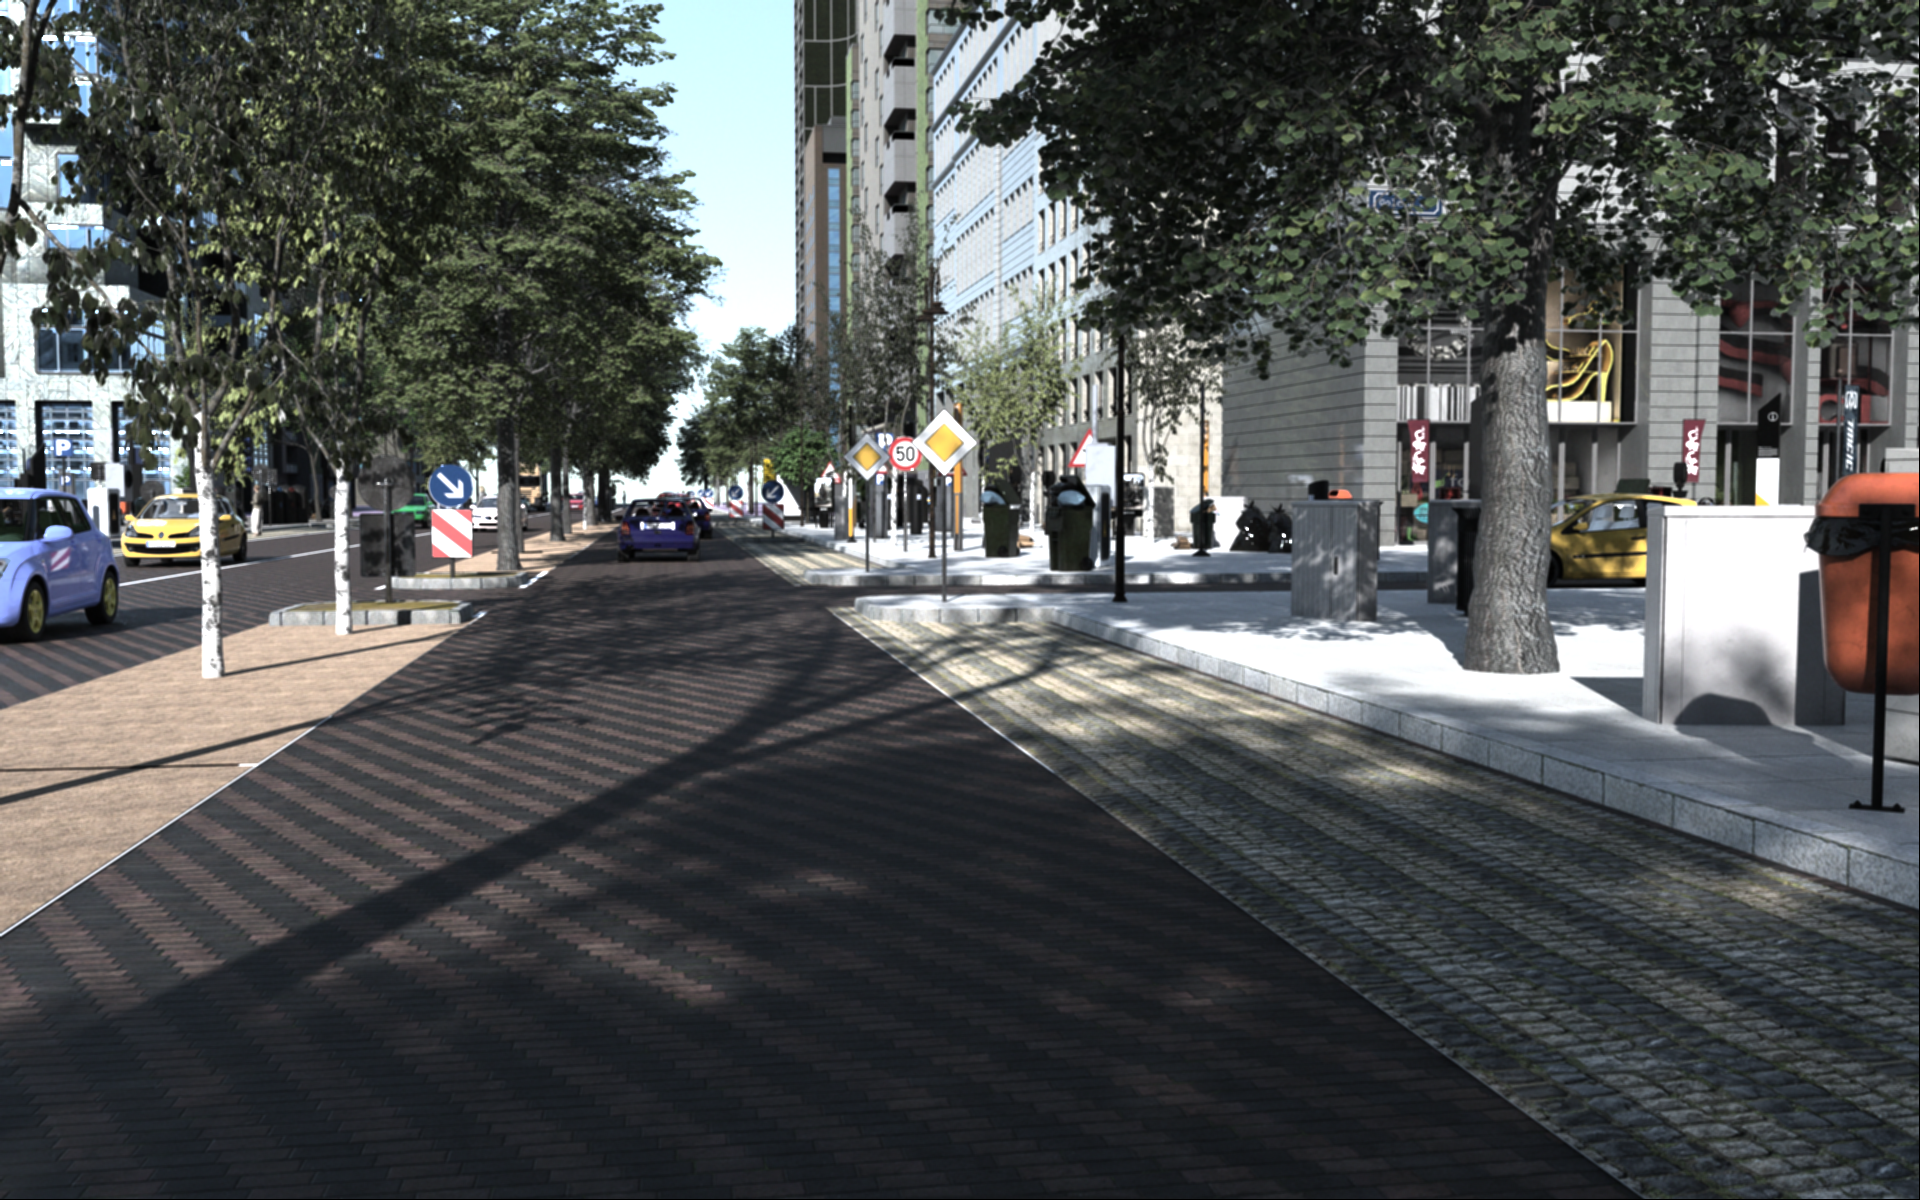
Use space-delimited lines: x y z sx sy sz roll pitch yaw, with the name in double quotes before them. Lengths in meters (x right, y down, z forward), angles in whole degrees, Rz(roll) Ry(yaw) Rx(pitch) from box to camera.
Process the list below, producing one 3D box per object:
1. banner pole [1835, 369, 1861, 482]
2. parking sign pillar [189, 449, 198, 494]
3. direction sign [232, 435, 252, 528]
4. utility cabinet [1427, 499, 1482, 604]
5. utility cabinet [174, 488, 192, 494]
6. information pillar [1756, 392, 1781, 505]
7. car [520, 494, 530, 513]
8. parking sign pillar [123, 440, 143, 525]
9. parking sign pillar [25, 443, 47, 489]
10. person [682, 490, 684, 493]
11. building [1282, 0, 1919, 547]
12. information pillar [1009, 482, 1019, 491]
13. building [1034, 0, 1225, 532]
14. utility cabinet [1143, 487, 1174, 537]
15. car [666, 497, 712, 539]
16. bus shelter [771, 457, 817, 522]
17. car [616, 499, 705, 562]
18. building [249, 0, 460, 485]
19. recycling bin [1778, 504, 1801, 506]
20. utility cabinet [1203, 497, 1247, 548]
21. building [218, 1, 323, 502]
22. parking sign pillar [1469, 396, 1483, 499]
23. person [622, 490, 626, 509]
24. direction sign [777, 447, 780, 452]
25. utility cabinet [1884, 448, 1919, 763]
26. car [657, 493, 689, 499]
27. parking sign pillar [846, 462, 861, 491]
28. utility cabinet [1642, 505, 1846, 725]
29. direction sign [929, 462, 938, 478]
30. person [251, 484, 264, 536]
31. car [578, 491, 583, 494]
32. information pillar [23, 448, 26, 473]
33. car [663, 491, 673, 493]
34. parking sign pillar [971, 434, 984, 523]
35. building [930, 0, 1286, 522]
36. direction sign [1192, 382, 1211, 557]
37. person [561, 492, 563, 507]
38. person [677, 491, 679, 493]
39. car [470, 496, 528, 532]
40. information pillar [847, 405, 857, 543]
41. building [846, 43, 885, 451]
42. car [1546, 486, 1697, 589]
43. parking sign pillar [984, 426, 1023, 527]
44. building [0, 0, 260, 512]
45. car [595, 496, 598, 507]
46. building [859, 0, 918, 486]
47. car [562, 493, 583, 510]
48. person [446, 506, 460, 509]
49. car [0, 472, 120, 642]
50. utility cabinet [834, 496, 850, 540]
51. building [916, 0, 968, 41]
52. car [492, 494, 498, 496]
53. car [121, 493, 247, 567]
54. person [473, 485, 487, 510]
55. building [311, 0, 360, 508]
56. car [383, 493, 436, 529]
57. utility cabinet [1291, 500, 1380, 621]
"banner pole" 17.795 -2.741 34.838 0.863 3.779 0.401 -2 4 -29
"parking sign pillar" -29.989 -4.891 68.435 1.447 3.967 1.447 0 4 -5
"direction sign" -27.500 -4.549 66.377 0.876 3.537 0.379 1 4 16
"utility cabinet" 6.024 -0.561 20.330 1.020 1.237 0.306 1 4 15
"utility cabinet" -28.613 -3.377 63.888 0.318 1.500 1.173 0 4 -8
"information pillar" 18.739 -2.984 40.143 0.504 3.616 0.183 3 4 38
"car" -33.590 -7.294 131.053 2.131 1.459 4.920 -1 4 -9
"parking sign pillar" -34.630 -5.153 72.722 1.447 3.967 1.447 -2 4 -28
"parking sign pillar" -48.515 -6.267 90.937 1.447 3.967 1.447 0 4 0
"person" -30.605 -11.214 191.814 0.705 1.831 1.348 -2 4 -30
"building" 23.413 -16.606 49.009 29.804 29.767 11.434 -1 4 -10
"information pillar" 1.983 -3.613 63.568 0.304 2.012 0.304 -2 4 -25
"building" 9.724 -12.998 67.276 10.420 20.320 16.860 -1 4 -10
"utility cabinet" 5.868 -2.595 51.109 0.318 1.500 1.173 3 5 42
"car" -9.000 -2.673 56.283 1.945 1.354 3.894 -1 4 -11
"bus shelter" -7.558 -5.249 79.739 2.014 3.302 5.546 -1 4 -9
"car" -6.559 -1.547 37.878 1.945 1.354 3.894 -1 4 -8
"building" -78.548 -56.153 230.780 22.319 86.520 31.000 -1 4 -10
"recycling bin" 19.712 -1.785 41.743 0.722 1.027 0.722 -2 4 -29
"utility cabinet" 6.387 -1.869 41.727 1.020 1.237 0.306 2 4 24
"building" -58.089 -27.500 133.223 14.154 41.232 14.086 -1 4 -10
"parking sign pillar" 13.170 -3.239 41.424 1.447 3.967 1.447 -1 4 -16
"person" -32.921 -9.854 169.702 0.705 1.814 1.350 0 4 0
"direction sign" -8.535 -5.610 83.723 0.876 3.537 0.379 3 5 40
"utility cabinet" 5.042 0.019 8.360 1.173 1.500 0.318 -1 4 -16
"car" -12.347 -4.012 74.632 2.155 1.783 4.494 -1 4 -11
"parking sign pillar" -5.762 -6.699 97.993 1.447 3.967 1.447 1 4 16
"utility cabinet" 4.408 0.087 9.734 1.020 1.237 0.306 0 4 3
"direction sign" -1.129 -5.783 86.543 0.876 3.537 0.379 -2 4 -27
"person" -23.834 -3.036 58.687 0.362 1.759 0.519 1 4 10
"car" -50.270 -13.636 231.617 2.281 1.827 5.304 -1 4 -10
"information pillar" -47.819 -5.945 88.557 0.183 3.616 0.504 -2 4 -30
"car" -40.756 -14.252 241.687 2.281 1.827 5.304 -1 4 -11
"parking sign pillar" 1.205 -5.374 76.335 1.447 3.967 1.447 1 4 17
"building" 6.180 -19.149 90.583 11.434 29.767 29.804 -1 4 -10
"direction sign" 4.981 -2.669 35.639 0.379 3.537 0.876 0 4 5
"person" -44.012 -11.130 191.297 1.217 1.723 0.721 3 5 42
"person" -40.435 -14.664 248.243 1.348 1.826 0.705 3 5 40
"car" -17.776 -3.333 66.858 2.083 1.381 4.827 -1 4 -9
"information pillar" -2.849 -3.333 45.852 0.183 3.616 0.504 1 4 11
"building" -3.761 -29.263 162.046 14.154 41.232 14.086 -1 4 -10
"car" 9.721 -1.013 26.792 3.980 1.641 2.015 -1 4 -9
"parking sign pillar" 1.794 -4.909 68.729 1.447 3.967 1.447 0 4 2
"building" -57.300 -48.708 109.049 22.319 86.520 31.000 -1 4 -10
"car" -40.479 -11.438 196.602 1.945 1.707 3.694 0 4 -8
"building" 6.514 -33.829 142.343 28.713 52.752 27.495 -1 4 -10
"car" -29.807 -7.681 134.623 2.155 1.783 4.494 -1 4 -9
"person" -13.111 -2.213 44.952 0.793 1.790 0.793 -3 5 -43
"car" -9.982 -0.498 17.735 1.945 1.707 3.694 -1 4 -10
"utility cabinet" -3.313 -2.306 48.857 0.306 1.237 1.020 0 4 5
"building" 3.710 -26.752 120.995 14.154 41.232 14.086 -1 4 -10
"car" -28.905 -5.974 109.473 2.131 1.459 4.920 -1 4 -10
"car" -15.902 -1.551 35.577 2.015 1.641 3.980 -1 4 -11
"person" -20.356 -3.979 73.734 0.728 1.800 0.709 1 4 22
"building" -59.823 -30.398 147.122 14.600 45.320 14.200 -1 4 -10
"car" -23.063 -3.908 72.686 1.959 1.807 4.718 -1 4 -11
"utility cabinet" 3.856 -0.412 17.896 0.306 1.237 1.020 -2 4 -30
